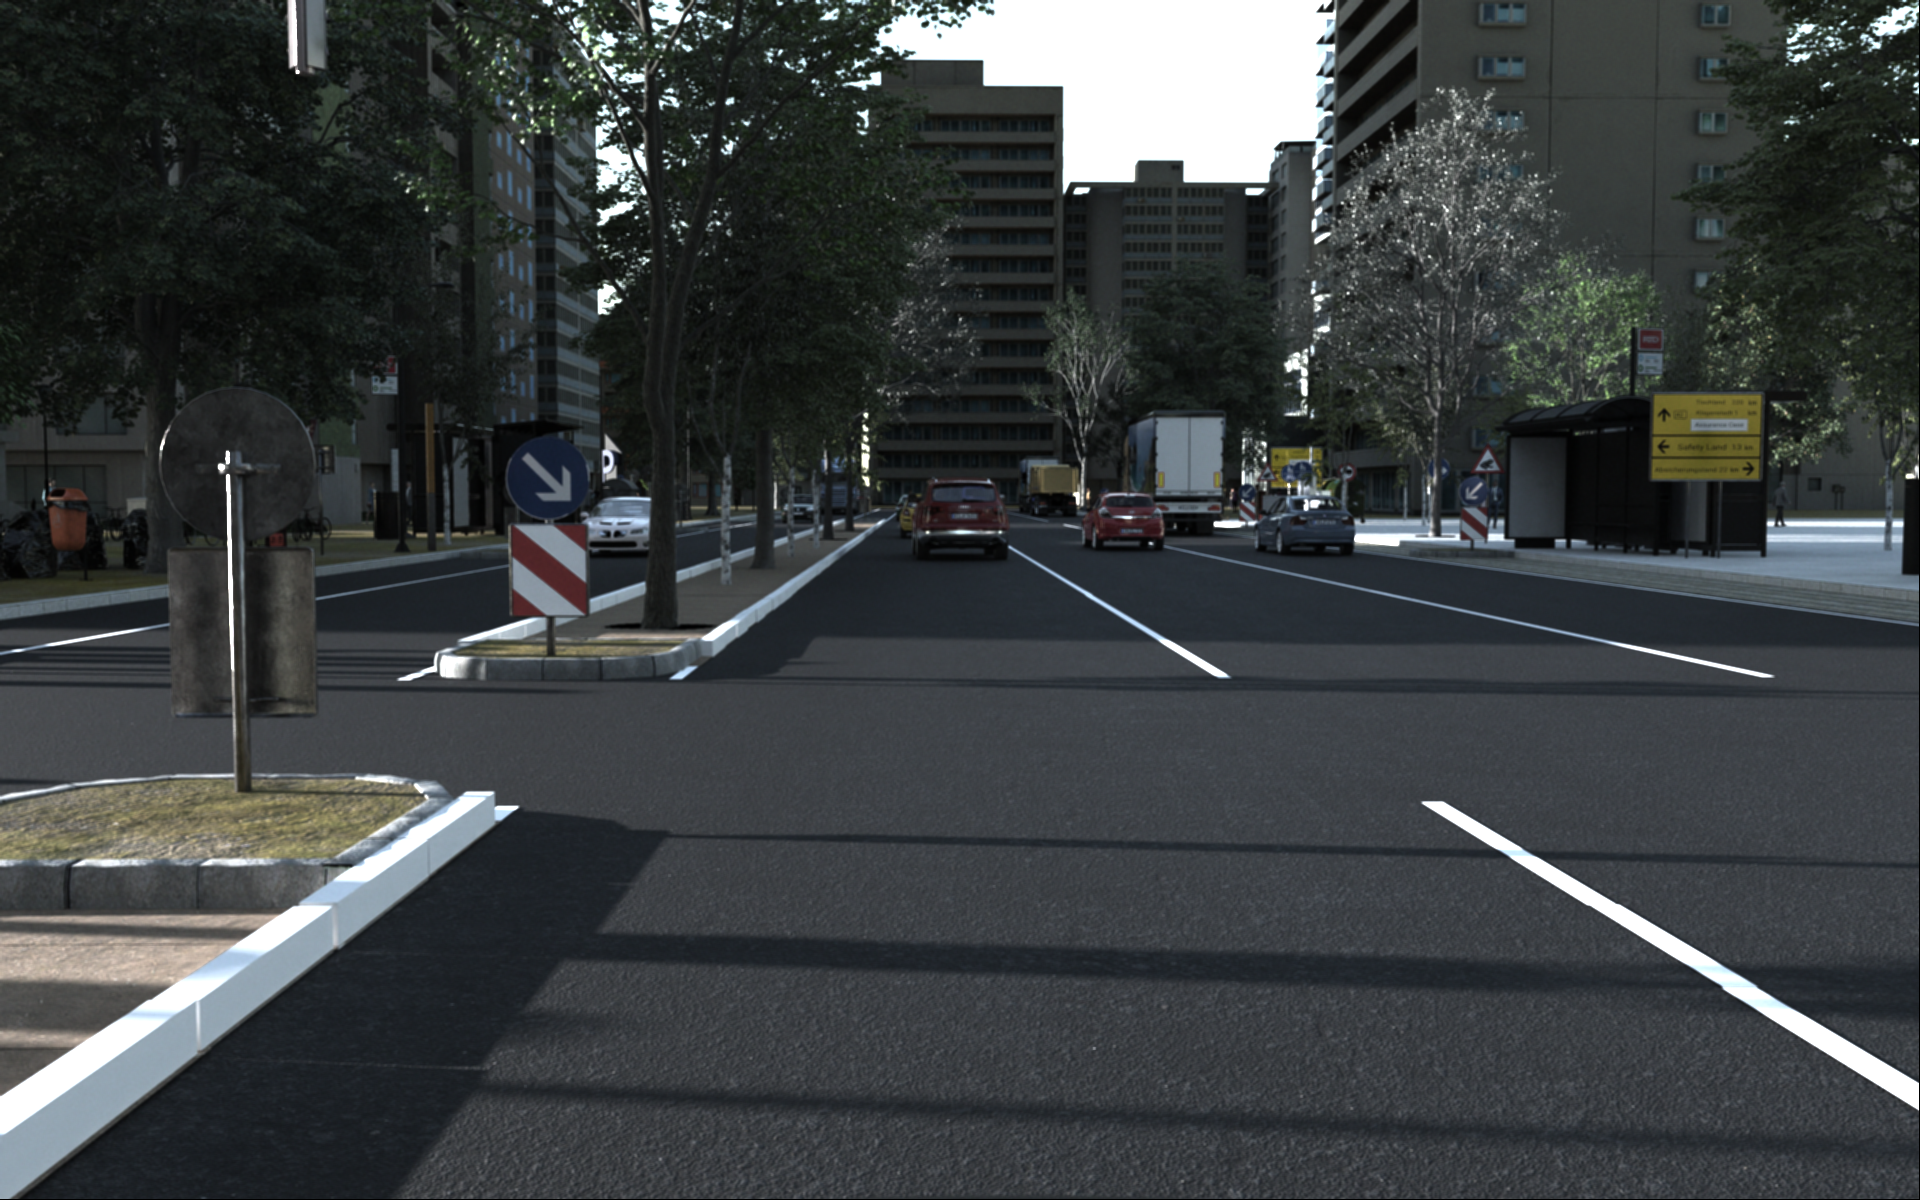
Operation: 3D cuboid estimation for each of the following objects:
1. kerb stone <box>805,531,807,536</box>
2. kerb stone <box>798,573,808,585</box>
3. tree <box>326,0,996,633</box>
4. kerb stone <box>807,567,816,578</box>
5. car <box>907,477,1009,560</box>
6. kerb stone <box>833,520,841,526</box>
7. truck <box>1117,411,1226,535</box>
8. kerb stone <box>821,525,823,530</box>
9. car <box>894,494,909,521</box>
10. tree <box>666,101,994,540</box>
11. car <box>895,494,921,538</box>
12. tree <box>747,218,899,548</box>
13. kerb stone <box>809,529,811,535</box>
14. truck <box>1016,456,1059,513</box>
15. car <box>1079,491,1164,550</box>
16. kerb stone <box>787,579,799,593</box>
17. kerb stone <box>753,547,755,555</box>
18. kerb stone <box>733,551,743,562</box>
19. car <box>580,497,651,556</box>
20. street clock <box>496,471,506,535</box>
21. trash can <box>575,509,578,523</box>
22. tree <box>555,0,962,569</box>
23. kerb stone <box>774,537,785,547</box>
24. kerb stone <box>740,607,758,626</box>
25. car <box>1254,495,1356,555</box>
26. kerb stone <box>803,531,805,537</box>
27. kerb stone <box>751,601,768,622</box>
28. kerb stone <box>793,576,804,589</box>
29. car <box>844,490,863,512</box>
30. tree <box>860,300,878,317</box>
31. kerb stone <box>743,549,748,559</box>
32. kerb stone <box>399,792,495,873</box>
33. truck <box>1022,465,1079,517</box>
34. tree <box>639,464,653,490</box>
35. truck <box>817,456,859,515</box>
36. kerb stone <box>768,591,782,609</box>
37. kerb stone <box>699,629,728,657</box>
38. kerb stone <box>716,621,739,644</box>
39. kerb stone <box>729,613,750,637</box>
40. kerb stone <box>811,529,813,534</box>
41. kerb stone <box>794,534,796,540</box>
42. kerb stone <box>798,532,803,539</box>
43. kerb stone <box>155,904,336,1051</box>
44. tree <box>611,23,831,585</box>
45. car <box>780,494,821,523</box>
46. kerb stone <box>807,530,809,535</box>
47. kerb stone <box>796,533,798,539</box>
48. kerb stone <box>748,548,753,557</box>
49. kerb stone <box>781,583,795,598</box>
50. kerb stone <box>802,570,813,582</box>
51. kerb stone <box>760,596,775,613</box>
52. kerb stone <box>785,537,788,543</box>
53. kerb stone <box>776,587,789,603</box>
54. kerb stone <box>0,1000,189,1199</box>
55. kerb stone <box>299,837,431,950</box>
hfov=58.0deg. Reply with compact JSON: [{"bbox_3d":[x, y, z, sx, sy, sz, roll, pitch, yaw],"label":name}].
[{"bbox_3d":[-5.272,-2.173,57.728,0.120,0.150,1.000,0,4,-1],"label":"kerb stone"},{"bbox_3d":[-2.495,-0.287,26.956,0.120,0.150,1.000,0,4,-1],"label":"kerb stone"},{"bbox_3d":[-3.067,-5.487,17.929,9.928,11.665,9.643,0,3,0],"label":"tree"},{"bbox_3d":[-2.539,-0.415,29.012,0.120,0.150,1.000,0,4,-1],"label":"kerb stone"},{"bbox_3d":[-0.041,-1.881,39.422,2.281,1.827,5.304,0,4,-3],"label":"car"},{"bbox_3d":[-5.793,-3.615,81.298,0.120,0.150,1.000,0,4,-1],"label":"kerb stone"},{"bbox_3d":[7.647,-4.581,63.815,2.839,4.237,11.283,0,4,-1],"label":"truck"},{"bbox_3d":[-5.543,-2.924,70.016,0.120,0.150,1.000,0,4,-1],"label":"kerb stone"},{"bbox_3d":[-2.506,-4.987,93.337,2.131,1.459,4.920,0,4,-1],"label":"car"},{"bbox_3d":[-4.052,-8.585,53.190,12.009,13.543,11.850,0,3,0],"label":"tree"},{"bbox_3d":[-1.148,-2.893,57.521,2.015,1.641,3.980,0,4,-2],"label":"car"},{"bbox_3d":[-3.718,-5.631,44.887,4.737,8.622,4.395,0,3,0],"label":"tree"},{"bbox_3d":[-5.315,-2.297,59.779,0.120,0.150,1.000,0,4,-1],"label":"kerb stone"},{"bbox_3d":[5.952,-8.837,133.401,2.839,4.237,11.283,0,4,-1],"label":"truck"},{"bbox_3d":[4.258,-2.237,45.613,2.155,1.783,4.494,0,4,-2],"label":"car"},{"bbox_3d":[-2.447,-0.164,24.895,0.120,0.150,1.000,0,4,-1],"label":"kerb stone"},{"bbox_3d":[-4.888,-1.106,40.282,0.120,0.150,1.000,0,4,-1],"label":"kerb stone"},{"bbox_3d":[-4.817,-0.914,37.187,0.120,0.150,1.000,0,4,-1],"label":"kerb stone"},{"bbox_3d":[-7.912,-1.772,41.327,2.083,1.381,4.827,0,4,-2],"label":"car"},{"bbox_3d":[-14.223,-3.024,54.014,0.471,2.002,0.358,-1,4,-13],"label":"street clock"},{"bbox_3d":[-17.381,-4.018,77.345,0.748,1.137,0.748,0,3,0],"label":"trash can"},{"bbox_3d":[-3.849,-6.882,33.108,7.486,12.596,7.792,0,3,0],"label":"tree"},{"bbox_3d":[-5.074,-1.609,48.501,0.120,0.150,1.000,0,4,-1],"label":"kerb stone"},{"bbox_3d":[-2.319,0.211,18.753,0.120,0.150,1.000,0,4,-1],"label":"kerb stone"},{"bbox_3d":[8.349,-1.838,42.059,2.014,1.417,4.499,0,4,-1],"label":"car"},{"bbox_3d":[-5.246,-2.111,56.705,0.120,0.150,1.000,0,4,-1],"label":"kerb stone"},{"bbox_3d":[-2.329,0.148,19.778,0.120,0.150,1.000,0,4,-1],"label":"kerb stone"},{"bbox_3d":[-2.473,-0.229,25.932,0.120,0.150,1.000,0,4,-1],"label":"kerb stone"},{"bbox_3d":[-8.643,-8.278,144.023,2.281,1.827,5.304,0,4,-3],"label":"car"},{"bbox_3d":[-3.856,-5.286,39.241,4.360,8.622,3.978,0,3,0],"label":"tree"},{"bbox_3d":[-4.840,-0.980,38.222,0.120,0.150,1.000,0,4,-1],"label":"kerb stone"},{"bbox_3d":[-2.052,0.932,6.962,0.120,0.150,1.000,0,4,-1],"label":"kerb stone"},{"bbox_3d":[6.025,-7.175,113.236,3.469,3.379,9.791,0,4,-2],"label":"truck"},{"bbox_3d":[-14.166,-5.365,82.323,1.663,3.219,1.824,0,3,0],"label":"tree"},{"bbox_3d":[-8.753,-8.422,127.462,2.967,4.110,18.799,0,4,-2],"label":"truck"},{"bbox_3d":[-2.371,0.023,21.822,0.120,0.150,1.000,0,4,-1],"label":"kerb stone"},{"bbox_3d":[-2.241,0.398,15.687,0.120,0.150,1.000,0,4,-1],"label":"kerb stone"},{"bbox_3d":[-2.271,0.336,16.709,0.120,0.150,1.000,0,4,-1],"label":"kerb stone"},{"bbox_3d":[-2.284,0.273,17.731,0.120,0.150,1.000,0,4,-1],"label":"kerb stone"},{"bbox_3d":[-5.342,-2.360,60.801,0.120,0.150,1.000,0,4,-1],"label":"kerb stone"},{"bbox_3d":[-5.155,-1.860,52.611,0.120,0.150,1.000,0,4,-1],"label":"kerb stone"},{"bbox_3d":[-5.228,-2.048,55.678,0.120,0.150,1.000,0,4,-1],"label":"kerb stone"},{"bbox_3d":[-2.011,1.063,4.919,0.120,0.150,1.000,0,4,-1],"label":"kerb stone"},{"bbox_3d":[-3.702,-4.550,27.219,4.360,8.622,3.978,0,3,0],"label":"tree"},{"bbox_3d":[-7.903,-4.688,86.438,2.009,1.686,4.222,0,4,0],"label":"car"},{"bbox_3d":[-5.298,-2.234,58.750,0.120,0.150,1.000,0,4,-1],"label":"kerb stone"},{"bbox_3d":[-5.182,-1.923,53.633,0.120,0.150,1.000,0,4,-1],"label":"kerb stone"},{"bbox_3d":[-4.865,-1.043,39.247,0.120,0.150,1.000,0,4,-1],"label":"kerb stone"},{"bbox_3d":[-2.413,-0.103,23.872,0.120,0.150,1.000,0,4,-1],"label":"kerb stone"},{"bbox_3d":[-2.514,-0.354,27.980,0.120,0.150,1.000,0,4,-1],"label":"kerb stone"},{"bbox_3d":[-2.360,0.093,20.800,0.120,0.150,1.000,0,4,-1],"label":"kerb stone"},{"bbox_3d":[-5.100,-1.671,49.522,0.120,0.150,1.000,0,4,-1],"label":"kerb stone"},{"bbox_3d":[-2.391,-0.037,22.850,0.120,0.150,1.000,0,4,-1],"label":"kerb stone"},{"bbox_3d":[-1.987,1.120,3.897,0.120,0.150,1.000,0,4,-1],"label":"kerb stone"},{"bbox_3d":[-2.026,0.994,5.940,0.120,0.150,1.000,0,4,-1],"label":"kerb stone"}]
